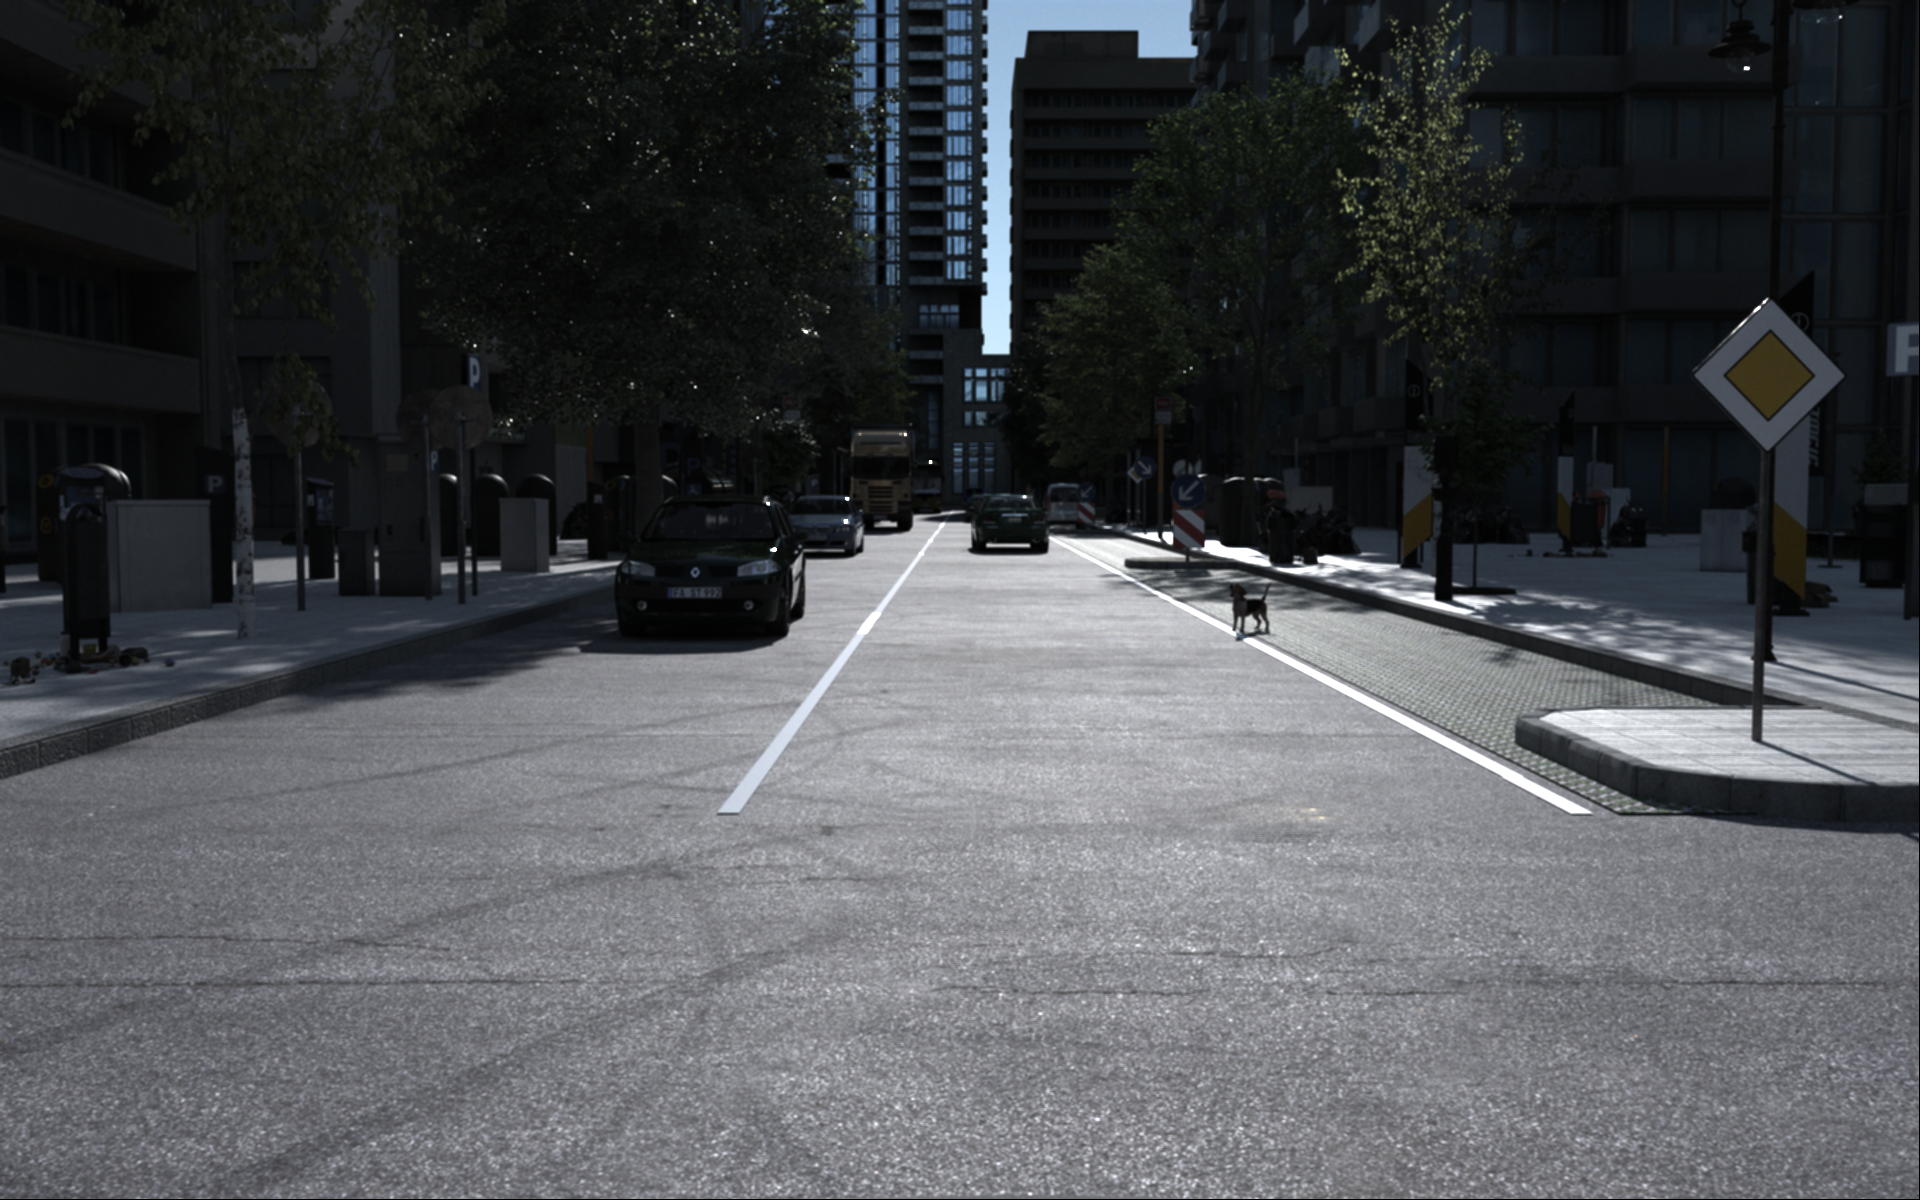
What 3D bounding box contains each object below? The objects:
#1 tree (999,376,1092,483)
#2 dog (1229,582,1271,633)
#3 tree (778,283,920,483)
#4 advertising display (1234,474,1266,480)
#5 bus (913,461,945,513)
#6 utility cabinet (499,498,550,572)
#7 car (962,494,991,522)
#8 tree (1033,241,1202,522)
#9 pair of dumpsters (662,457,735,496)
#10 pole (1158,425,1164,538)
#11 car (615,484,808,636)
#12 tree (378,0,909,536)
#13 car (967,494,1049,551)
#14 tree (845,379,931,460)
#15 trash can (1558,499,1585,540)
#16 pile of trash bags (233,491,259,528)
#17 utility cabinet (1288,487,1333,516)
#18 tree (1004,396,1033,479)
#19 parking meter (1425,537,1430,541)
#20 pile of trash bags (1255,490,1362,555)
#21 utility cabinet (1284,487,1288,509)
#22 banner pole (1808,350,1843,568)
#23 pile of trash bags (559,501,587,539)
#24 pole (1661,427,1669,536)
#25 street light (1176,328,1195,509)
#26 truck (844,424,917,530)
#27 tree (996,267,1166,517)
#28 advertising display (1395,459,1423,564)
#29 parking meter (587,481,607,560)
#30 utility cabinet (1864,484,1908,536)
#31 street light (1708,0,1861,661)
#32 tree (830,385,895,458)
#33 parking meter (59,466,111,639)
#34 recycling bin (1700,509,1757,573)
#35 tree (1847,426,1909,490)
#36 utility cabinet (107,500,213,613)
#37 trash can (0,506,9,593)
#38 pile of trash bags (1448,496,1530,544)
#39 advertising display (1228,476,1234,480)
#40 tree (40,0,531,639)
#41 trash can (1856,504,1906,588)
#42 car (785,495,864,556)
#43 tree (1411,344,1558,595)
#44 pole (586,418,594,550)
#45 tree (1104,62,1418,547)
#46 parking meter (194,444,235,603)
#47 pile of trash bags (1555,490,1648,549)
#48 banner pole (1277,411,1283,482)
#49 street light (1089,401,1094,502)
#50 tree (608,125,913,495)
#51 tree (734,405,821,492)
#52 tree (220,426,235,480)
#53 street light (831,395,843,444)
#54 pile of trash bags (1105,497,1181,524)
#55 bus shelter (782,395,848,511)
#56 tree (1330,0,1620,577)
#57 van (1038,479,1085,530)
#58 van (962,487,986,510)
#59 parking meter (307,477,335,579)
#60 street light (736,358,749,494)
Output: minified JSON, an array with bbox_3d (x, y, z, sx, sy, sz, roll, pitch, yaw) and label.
[{"bbox_3d":[6.687,-11.189,117.351,8.767,10.594,7.601,1,4,9],"label":"tree"},{"bbox_3d":[3.025,0.076,18.041,0.406,0.507,0.540,1,4,12],"label":"dog"},{"bbox_3d":[-5.930,-10.716,93.334,7.486,12.596,7.792,0,3,0],"label":"tree"},{"bbox_3d":[9.610,-3.177,57.155,0.974,1.923,0.123,2,4,31],"label":"advertising display"},{"bbox_3d":[-2.603,-8.628,132.608,2.896,3.916,12.252,0,4,0],"label":"bus"},{"bbox_3d":[-7.232,-1.077,28.774,1.020,1.237,0.306,3,5,41],"label":"utility cabinet"},{"bbox_3d":[1.189,-4.740,89.290,2.131,1.459,4.920,0,4,-1],"label":"car"},{"bbox_3d":[7.189,-9.792,78.227,7.486,12.596,7.792,0,3,0],"label":"tree"},{"bbox_3d":[-6.799,-2.562,44.377,1.574,2.255,4.437,0,4,0],"label":"pair of dumpsters"},{"bbox_3d":[5.909,-3.495,50.994,0.158,3.312,0.155,0,3,0],"label":"pole"},{"bbox_3d":[-2.621,-0.548,18.750,2.009,1.686,4.222,0,4,-2],"label":"car"},{"bbox_3d":[-5.794,-7.658,31.869,9.857,13.997,8.962,0,3,0],"label":"tree"},{"bbox_3d":[1.266,-2.013,44.709,2.131,1.459,4.920,0,4,-2],"label":"car"},{"bbox_3d":[-6.435,-13.869,152.518,9.928,11.665,9.643,0,3,0],"label":"tree"},{"bbox_3d":[17.203,-2.273,48.823,0.748,1.137,0.748,0,3,0],"label":"trash can"},{"bbox_3d":[-18.097,-1.864,40.237,3.447,1.369,1.912,-3,4,-38],"label":"pile of trash bags"},{"bbox_3d":[10.377,-2.594,51.093,1.173,1.500,0.318,1,4,15],"label":"utility cabinet"},{"bbox_3d":[7.371,-14.187,150.078,7.486,12.596,7.792,0,3,0],"label":"tree"},{"bbox_3d":[12.621,-2.368,47.131,0.372,1.533,0.369,0,3,0],"label":"parking meter"},{"bbox_3d":[7.404,-1.731,38.060,1.912,1.369,3.447,-1,4,-10],"label":"pile of trash bags"},{"bbox_3d":[10.986,-2.910,56.256,1.173,1.500,0.318,2,4,24],"label":"utility cabinet"},{"bbox_3d":[15.100,-2.468,30.374,0.401,3.779,0.863,-2,4,-30],"label":"banner pole"},{"bbox_3d":[-10.208,-2.496,50.564,1.912,1.369,3.447,1,4,14],"label":"pile of trash bags"},{"bbox_3d":[21.452,-3.599,52.679,0.158,3.312,0.155,0,3,0],"label":"pole"},{"bbox_3d":[6.317,-4.610,48.163,0.468,5.910,1.993,0,4,0],"label":"street light"},{"bbox_3d":[-3.151,-5.056,71.584,2.839,4.237,11.283,0,4,-1],"label":"truck"},{"bbox_3d":[7.434,-11.716,98.213,9.857,13.997,8.962,0,3,0],"label":"tree"},{"bbox_3d":[8.387,-1.650,32.187,0.123,1.923,0.974,3,5,43],"label":"advertising display"},{"bbox_3d":[-7.137,-1.569,34.069,0.372,1.533,0.369,0,3,0],"label":"parking meter"},{"bbox_3d":[20.508,-1.793,37.999,1.173,1.500,0.318,3,4,38],"label":"utility cabinet"},{"bbox_3d":[6.209,-2.472,13.203,0.468,5.910,1.993,0,4,0],"label":"street light"},{"bbox_3d":[-6.409,-9.798,110.558,4.360,8.622,3.978,0,3,0],"label":"tree"},{"bbox_3d":[-7.807,-0.431,15.451,0.372,1.533,0.369,0,3,0],"label":"parking meter"},{"bbox_3d":[12.770,-0.990,28.736,0.722,1.027,0.722,3,5,43],"label":"recycling bin"},{"bbox_3d":[26.274,-3.370,49.694,1.663,3.219,1.824,0,3,0],"label":"tree"},{"bbox_3d":[-8.828,-0.486,19.109,0.306,1.237,1.020,3,5,43],"label":"utility cabinet"},{"bbox_3d":[-12.108,-0.591,21.320,0.748,1.137,0.748,0,3,0],"label":"trash can"},{"bbox_3d":[14.316,-2.154,44.972,3.447,1.369,1.912,1,4,12],"label":"pile of trash bags"},{"bbox_3d":[10.025,-3.459,61.768,0.974,1.923,0.123,1,4,10],"label":"advertising display"},{"bbox_3d":[-6.100,-3.964,15.169,4.737,8.622,4.395,0,3,0],"label":"tree"},{"bbox_3d":[12.699,-0.741,23.768,0.748,1.137,0.748,0,3,0],"label":"trash can"},{"bbox_3d":[-3.258,-1.799,41.408,2.014,1.417,4.499,0,4,1],"label":"car"},{"bbox_3d":[6.669,-1.709,22.543,1.663,3.219,1.824,0,3,0],"label":"tree"},{"bbox_3d":[-8.480,-2.806,39.724,0.158,3.312,0.155,0,3,0],"label":"pole"},{"bbox_3d":[7.223,-7.117,42.114,9.928,11.665,9.643,0,3,0],"label":"tree"},{"bbox_3d":[-8.784,-0.900,20.431,0.399,1.863,0.255,-2,4,-33],"label":"parking meter"},{"bbox_3d":[15.550,-1.958,41.763,1.912,1.369,3.447,2,4,26],"label":"pile of trash bags"},{"bbox_3d":[9.625,-3.807,52.256,0.401,3.779,0.863,1,4,16],"label":"banner pole"},{"bbox_3d":[6.359,-6.783,83.695,0.468,5.910,1.993,0,4,0],"label":"street light"},{"bbox_3d":[-6.433,-8.868,55.355,12.009,13.543,11.850,0,3,0],"label":"tree"},{"bbox_3d":[-6.786,-4.912,64.023,4.285,4.588,4.351,0,3,0],"label":"tree"},{"bbox_3d":[-18.667,-2.951,42.853,1.663,3.219,1.824,0,3,0],"label":"tree"},{"bbox_3d":[-5.643,-6.531,79.570,0.468,5.910,1.993,0,4,0],"label":"street light"},{"bbox_3d":[8.065,-4.048,75.942,3.447,1.369,1.912,1,4,9],"label":"pile of trash bags"},{"bbox_3d":[-6.109,-5.838,73.083,2.179,5.291,8.768,0,4,0],"label":"bus shelter"},{"bbox_3d":[7.422,-4.646,26.324,4.360,8.622,3.978,0,3,0],"label":"tree"},{"bbox_3d":[4.124,-3.802,69.171,2.013,2.044,4.112,0,4,1],"label":"van"},{"bbox_3d":[1.283,-9.273,156.005,2.240,2.365,5.245,0,3,0],"label":"van"},{"bbox_3d":[-9.689,-1.092,26.264,0.372,1.533,0.369,0,3,0],"label":"parking meter"},{"bbox_3d":[-5.702,-4.382,44.440,0.468,5.910,1.993,0,4,0],"label":"street light"}]
